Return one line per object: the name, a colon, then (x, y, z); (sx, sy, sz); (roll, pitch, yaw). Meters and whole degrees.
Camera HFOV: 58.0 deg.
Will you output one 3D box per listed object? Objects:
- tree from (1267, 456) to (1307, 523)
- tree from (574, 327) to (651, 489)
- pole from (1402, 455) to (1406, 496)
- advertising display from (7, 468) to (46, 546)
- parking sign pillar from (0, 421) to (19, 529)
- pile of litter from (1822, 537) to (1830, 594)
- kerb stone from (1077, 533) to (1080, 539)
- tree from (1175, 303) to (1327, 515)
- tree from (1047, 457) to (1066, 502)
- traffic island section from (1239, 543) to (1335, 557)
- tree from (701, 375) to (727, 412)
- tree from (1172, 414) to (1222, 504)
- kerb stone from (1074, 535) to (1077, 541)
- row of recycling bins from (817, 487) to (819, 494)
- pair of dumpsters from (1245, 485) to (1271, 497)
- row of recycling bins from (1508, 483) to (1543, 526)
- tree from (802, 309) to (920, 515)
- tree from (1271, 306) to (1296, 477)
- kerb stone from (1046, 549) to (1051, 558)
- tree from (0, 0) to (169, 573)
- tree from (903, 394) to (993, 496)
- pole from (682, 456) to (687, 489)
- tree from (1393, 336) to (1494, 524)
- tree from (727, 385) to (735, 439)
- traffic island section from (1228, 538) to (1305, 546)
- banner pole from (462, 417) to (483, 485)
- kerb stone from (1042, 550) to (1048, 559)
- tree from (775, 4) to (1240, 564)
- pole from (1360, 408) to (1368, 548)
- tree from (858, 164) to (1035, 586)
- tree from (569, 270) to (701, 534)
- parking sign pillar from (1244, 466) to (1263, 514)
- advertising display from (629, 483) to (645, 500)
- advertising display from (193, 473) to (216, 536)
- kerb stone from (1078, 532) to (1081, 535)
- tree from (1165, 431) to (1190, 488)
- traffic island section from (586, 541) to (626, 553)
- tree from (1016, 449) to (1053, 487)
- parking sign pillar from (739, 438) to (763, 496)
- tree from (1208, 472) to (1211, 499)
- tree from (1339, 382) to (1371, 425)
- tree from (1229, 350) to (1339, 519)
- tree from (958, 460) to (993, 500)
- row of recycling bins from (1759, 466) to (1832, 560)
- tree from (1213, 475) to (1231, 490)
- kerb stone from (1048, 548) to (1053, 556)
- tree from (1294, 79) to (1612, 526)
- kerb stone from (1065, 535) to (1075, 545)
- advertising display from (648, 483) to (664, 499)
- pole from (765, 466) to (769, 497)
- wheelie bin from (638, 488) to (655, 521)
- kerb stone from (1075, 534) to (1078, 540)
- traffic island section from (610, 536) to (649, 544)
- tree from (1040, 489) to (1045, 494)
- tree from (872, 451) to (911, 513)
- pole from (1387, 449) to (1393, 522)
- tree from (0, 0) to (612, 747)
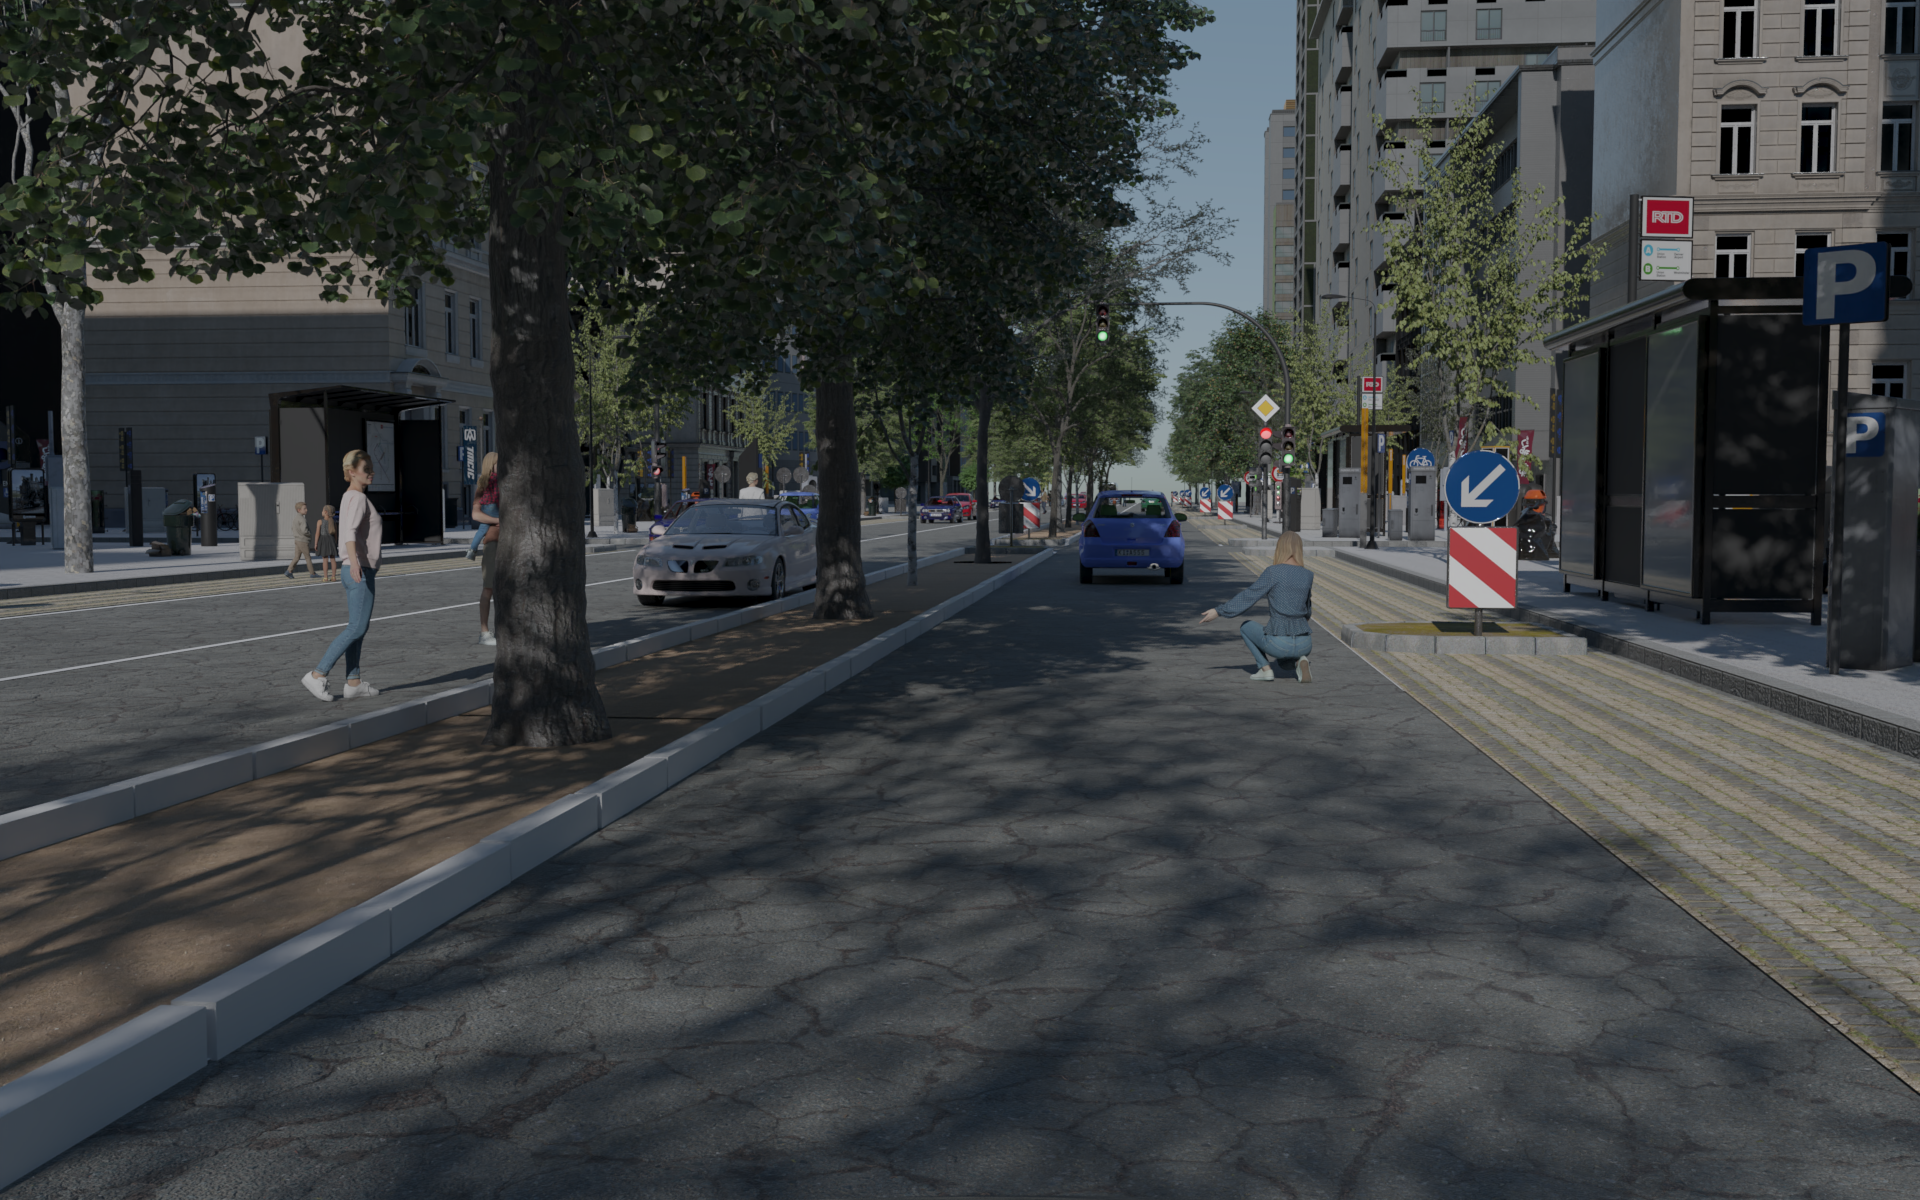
tree: (14.428, -4.990, 76.188); (1.663, 3.219, 1.824); (0, 3, 0)
tree: (-15.653, -7.737, 76.865); (4.360, 8.622, 3.978); (0, 3, 0)
pole: (23.090, -5.886, 90.086); (0.158, 3.312, 0.155); (0, 3, 0)
advertising display: (-23.284, -2.325, 43.229); (0.123, 1.923, 0.974); (1, 4, 22)
parking sign pillar: (-34.941, -4.605, 63.771); (1.447, 3.967, 1.447); (1, 4, 19)
pile of litter: (11.017, -0.480, 21.812); (1.176, 0.858, 1.719); (-1, 4, -14)
kerb stone: (3.525, -1.899, 53.353); (0.120, 0.150, 1.000); (0, 4, 6)
tree: (17.829, -11.458, 104.345); (9.611, 12.733, 9.660); (0, 3, 0)
tree: (13.859, -21.389, 275.471); (9.928, 11.665, 9.643); (0, 3, 0)
traffic island section: (7.722, -1.142, 40.957); (2.009, 0.180, 2.903); (0, 4, 6)
tree: (-10.751, -6.784, 61.285); (4.737, 8.622, 4.395); (0, 3, 0)
tree: (29.561, -18.295, 217.245); (7.486, 12.596, 7.792); (0, 3, 0)
kerb stone: (3.300, -1.781, 51.317); (0.120, 0.150, 1.000); (0, 4, 6)
row of recycling bins: (-7.599, -5.580, 98.352); (1.069, 1.692, 3.534); (-2, 4, -28)
pair of dumpsters: (20.455, -7.109, 118.729); (1.574, 2.255, 4.437); (0, 4, 7)
row of recycling bins: (20.116, -3.427, 63.148); (3.534, 1.692, 1.069); (-3, 5, -40)
tree: (-5.973, -11.503, 106.201); (7.486, 12.596, 7.792); (0, 3, 0)
tree: (13.466, -6.990, 64.652); (4.737, 8.622, 4.395); (0, 3, 0)
kerb stone: (1.870, -0.991, 38.486); (0.120, 0.150, 1.000); (0, 4, 6)
tree: (-13.544, -10.579, 28.859); (12.611, 20.169, 13.585); (0, 3, 0)
tree: (-1.311, -13.034, 138.867); (9.928, 11.665, 9.643); (0, 3, 0)
pole: (-14.935, -6.121, 93.916); (0.158, 3.312, 0.155); (0, 3, 0)
tree: (20.930, -7.636, 75.217); (4.360, 8.622, 3.978); (0, 3, 0)
tree: (-11.403, -9.099, 99.129); (4.737, 8.622, 4.395); (0, 3, 0)
traffic island section: (8.608, -1.628, 48.893); (2.009, 0.180, 2.903); (0, 4, 6)
banner pole: (-15.622, -4.026, 55.839); (0.863, 3.779, 0.401); (-3, 5, -41)
kerb stone: (1.755, -0.934, 37.468); (0.120, 0.150, 1.000); (0, 4, 6)
tree: (0.453, -7.495, 35.373); (12.009, 13.543, 11.850); (0, 3, 0)
pole: (9.597, -2.893, 41.137); (0.158, 3.312, 0.155); (0, 3, 0)
tree: (-0.756, -4.533, 26.942); (4.737, 8.622, 4.395); (0, 3, 0)
tree: (-11.410, -6.461, 55.995); (4.737, 8.622, 4.395); (0, 3, 0)
parking sign pillar: (19.446, -7.684, 114.100); (1.447, 3.967, 1.447); (-2, 4, -34)
advertising display: (-18.965, -5.912, 101.870); (0.974, 1.923, 0.123); (1, 4, 12)
advertising display: (-23.008, -2.910, 52.785); (0.123, 1.923, 0.974); (1, 4, 11)
kerb stone: (3.644, -1.961, 54.370); (0.120, 0.150, 1.000); (0, 4, 6)
tree: (33.175, -19.794, 249.380); (9.928, 11.665, 9.643); (0, 3, 0)
traffic island section: (-9.760, -1.262, 42.908); (2.009, 0.180, 2.903); (0, 4, 6)
tree: (9.630, -19.955, 243.278); (9.611, 12.733, 9.660); (0, 3, 0)
parking sign pillar: (-10.072, -5.804, 83.366); (1.447, 3.967, 1.447); (3, 5, 44)
tree: (25.923, -15.088, 181.096); (7.601, 10.594, 8.767); (2, 4, 27)
tree: (25.248, -9.884, 111.965); (4.360, 8.622, 3.978); (0, 3, 0)
tree: (15.995, -8.402, 87.742); (4.360, 8.622, 3.978); (0, 3, 0)
tree: (1.480, -11.195, 166.747); (4.285, 4.588, 4.351); (0, 3, 0)
row of recycling bins: (12.697, -1.131, 25.613); (1.069, 1.692, 3.534); (0, 4, 8)
tree: (21.512, -8.896, 140.043); (1.663, 3.219, 1.824); (0, 3, 0)
kerb stone: (1.984, -1.058, 39.502); (0.120, 0.150, 1.000); (0, 4, 6)
tree: (9.079, -4.941, 31.148); (4.737, 8.622, 4.395); (0, 3, 0)
kerb stone: (3.185, -1.715, 50.301); (0.120, 0.150, 1.000); (0, 4, 6)
advertising display: (-17.876, -5.912, 101.870); (0.974, 1.923, 0.123); (-1, 4, -11)
pole: (-12.232, -7.084, 109.668); (0.158, 3.312, 0.155); (0, 3, 0)
wheelie bin: (-15.014, -4.616, 83.386); (0.980, 1.594, 0.693); (0, 4, -1)
kerb stone: (3.414, -1.844, 52.337); (0.120, 0.150, 1.000); (0, 4, 6)
traffic island section: (-8.874, -1.747, 50.843); (2.009, 0.180, 2.903); (0, 4, 6)
tree: (11.958, -16.139, 258.470); (1.663, 3.219, 1.824); (0, 3, 0)
tree: (-4.408, -8.190, 117.620); (4.285, 4.588, 4.351); (0, 3, 0)
pole: (19.474, -5.173, 78.423); (0.158, 3.312, 0.155); (0, 3, 0)
tree: (-2.384, -6.142, 9.532); (9.857, 13.997, 8.962); (0, 3, 0)
